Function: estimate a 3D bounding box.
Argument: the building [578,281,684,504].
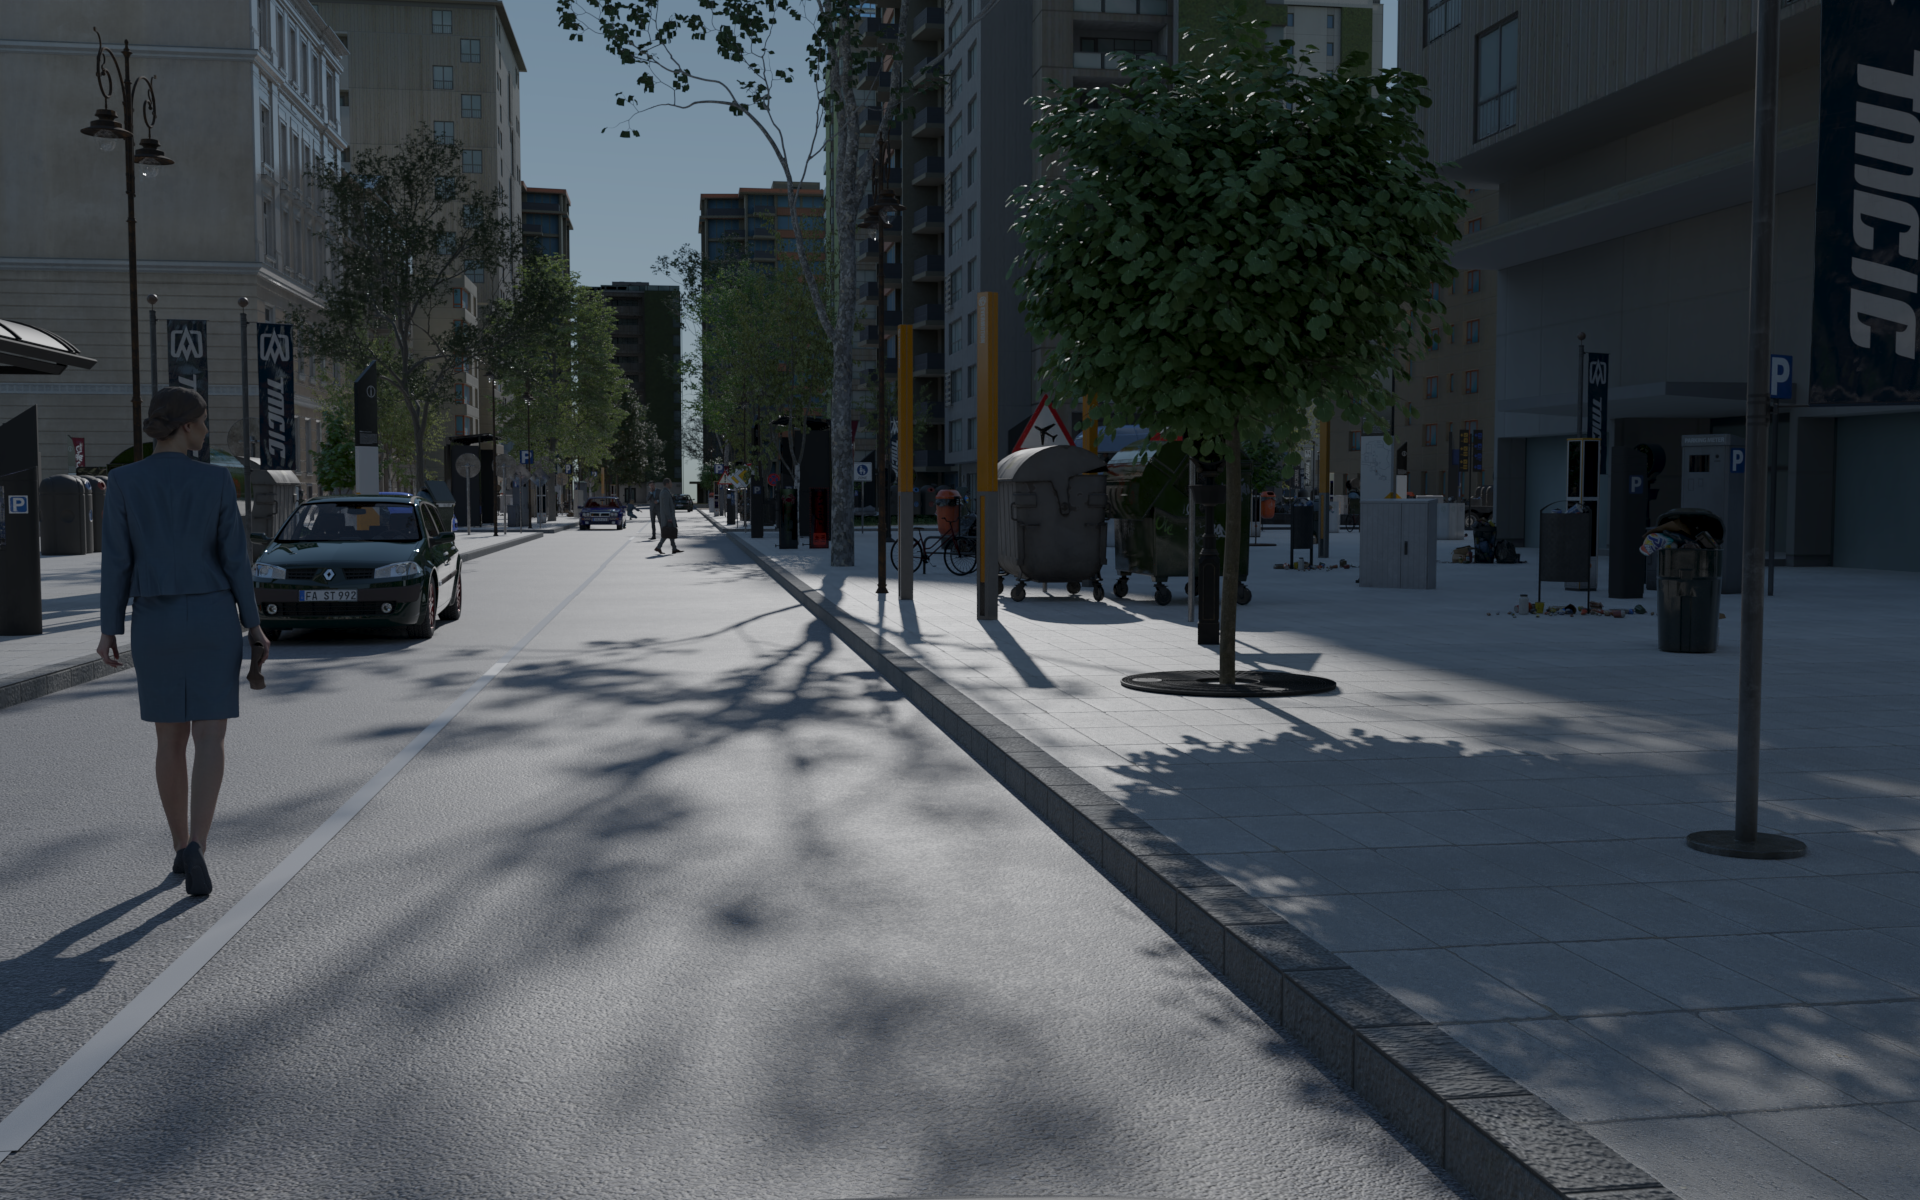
[{"bbox_3d":[-45.366,-28.565,238.742,14.107,30.474,14.160,-1,4,-9],"label":"building"}]

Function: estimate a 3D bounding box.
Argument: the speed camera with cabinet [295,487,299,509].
[{"bbox_3d":[-13.709,-2.361,32.942,2.038,3.252,0.660,-1,4,-8],"label":"speed camera with cabinet"}]

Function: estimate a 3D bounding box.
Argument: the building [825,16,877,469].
[{"bbox_3d":[-4.258,-28.727,153.275,14.154,41.232,14.086,-1,4,-9],"label":"building"}]

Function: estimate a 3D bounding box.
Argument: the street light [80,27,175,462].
[{"bbox_3d":[-8.471,-2.752,17.779,0.468,5.910,1.993,-1,4,-9],"label":"street light"}]

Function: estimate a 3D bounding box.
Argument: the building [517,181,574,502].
[{"bbox_3d":[-67.971,-35.653,237.548,28.867,44.769,22.147,-1,4,-9],"label":"building"}]

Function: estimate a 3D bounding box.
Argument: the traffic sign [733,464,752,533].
[{"bbox_3d":[-7.115,-3.287,57.388,0.795,2.450,0.064,-1,4,-9],"label":"traffic sign"}]

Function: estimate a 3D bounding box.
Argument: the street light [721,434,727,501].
[{"bbox_3d":[-14.145,-8.002,103.617,0.468,5.910,1.993,-1,4,-9],"label":"street light"}]

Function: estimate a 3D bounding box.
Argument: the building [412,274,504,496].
[{"bbox_3d":[-54.908,-18.567,148.616,27.650,21.520,28.899,-1,4,-9],"label":"building"}]

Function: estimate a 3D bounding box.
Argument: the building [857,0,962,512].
[{"bbox_3d":[4.548,-28.383,118.693,22.147,44.769,28.867,-1,4,-9],"label":"building"}]

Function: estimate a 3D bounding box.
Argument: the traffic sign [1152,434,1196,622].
[{"bbox_3d":[2.319,-1.058,17.305,0.884,2.594,0.081,0,4,-3],"label":"traffic sign"}]

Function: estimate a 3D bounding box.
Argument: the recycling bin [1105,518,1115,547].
[{"bbox_3d":[3.845,-1.804,42.048,0.722,1.027,0.722,-2,4,-35],"label":"recycling bin"}]

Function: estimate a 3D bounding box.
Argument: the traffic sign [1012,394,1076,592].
[{"bbox_3d":[1.110,-1.382,22.597,0.884,2.594,0.081,0,4,-6],"label":"traffic sign"}]

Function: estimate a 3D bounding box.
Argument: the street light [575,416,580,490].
[{"bbox_3d":[-21.855,-7.737,99.285,0.468,5.910,1.993,-1,4,-9],"label":"street light"}]

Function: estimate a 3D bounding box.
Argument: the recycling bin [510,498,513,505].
[{"bbox_3d":[-29.345,-6.247,114.699,0.722,1.027,0.722,0,4,-1],"label":"recycling bin"}]

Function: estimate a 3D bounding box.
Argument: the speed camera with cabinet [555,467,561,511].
[{"bbox_3d":[-29.638,-8.124,127.166,0.660,3.252,2.038,-1,4,-11],"label":"speed camera with cabinet"}]

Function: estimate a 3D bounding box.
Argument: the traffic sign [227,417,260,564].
[{"bbox_3d":[-11.749,-1.752,28.749,0.768,2.556,0.104,-1,4,-8],"label":"traffic sign"}]

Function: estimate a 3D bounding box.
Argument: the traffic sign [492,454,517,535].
[{"bbox_3d":[-14.391,-3.341,54.727,0.768,2.556,0.104,0,4,-6],"label":"traffic sign"}]

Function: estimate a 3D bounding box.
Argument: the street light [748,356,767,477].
[{"bbox_3d":[-6.617,-5.155,57.064,0.468,5.910,1.993,-1,4,-9],"label":"street light"}]

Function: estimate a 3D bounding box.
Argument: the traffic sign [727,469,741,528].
[{"bbox_3d":[-8.397,-3.769,65.270,0.795,2.450,0.064,-1,4,-9],"label":"traffic sign"}]

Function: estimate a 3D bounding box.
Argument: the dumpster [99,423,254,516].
[{"bbox_3d":[-10.516,-1.272,23.298,1.502,2.255,1.985,-1,4,-9],"label":"dumpster"}]

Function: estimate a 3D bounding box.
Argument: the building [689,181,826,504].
[{"bbox_3d":[-23.906,-36.123,245.232,28.867,44.769,22.147,-1,4,-9],"label":"building"}]

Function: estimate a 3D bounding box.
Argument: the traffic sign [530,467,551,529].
[{"bbox_3d":[-15.551,-3.700,64.132,0.795,2.450,0.064,-1,4,-9],"label":"traffic sign"}]

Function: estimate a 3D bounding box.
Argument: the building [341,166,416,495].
[{"bbox_3d":[-41.916,-17.672,108.018,14.460,24.649,34.723,-1,4,-9],"label":"building"}]

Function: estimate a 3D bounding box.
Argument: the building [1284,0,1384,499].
[{"bbox_3d":[32.193,-40.360,201.884,28.212,58.520,21.231,-1,4,-9],"label":"building"}]

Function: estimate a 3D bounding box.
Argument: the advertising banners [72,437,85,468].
[{"bbox_3d":[-26.912,-3.540,54.064,0.090,3.025,2.074,1,4,15],"label":"advertising banners"}]

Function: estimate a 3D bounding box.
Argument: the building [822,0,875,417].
[{"bbox_3d":[-6.242,-53.623,189.401,22.319,86.520,31.000,-1,4,-9],"label":"building"}]

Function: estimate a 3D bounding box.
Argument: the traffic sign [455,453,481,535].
[{"bbox_3d":[-15.320,-3.293,53.955,0.768,2.556,0.104,0,4,-4],"label":"traffic sign"}]

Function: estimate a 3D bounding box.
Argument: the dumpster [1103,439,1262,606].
[{"bbox_3d":[2.607,-1.110,20.637,1.502,2.255,1.985,-1,4,-9],"label":"dumpster"}]

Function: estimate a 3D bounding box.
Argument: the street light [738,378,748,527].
[{"bbox_3d":[-8.451,-5.823,67.994,0.468,5.910,1.993,-1,4,-9],"label":"street light"}]

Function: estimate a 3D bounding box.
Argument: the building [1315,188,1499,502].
[{"bbox_3d":[38.669,-15.372,96.378,28.899,21.520,27.650,-1,4,-9],"label":"building"}]

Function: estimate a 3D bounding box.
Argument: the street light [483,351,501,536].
[{"bbox_3d":[-14.143,-4.881,52.591,0.468,5.910,1.993,-1,4,-9],"label":"street light"}]

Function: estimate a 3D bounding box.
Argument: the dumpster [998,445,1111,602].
[{"bbox_3d":[1.085,-0.949,21.279,1.264,1.857,1.865,-1,4,-9],"label":"dumpster"}]

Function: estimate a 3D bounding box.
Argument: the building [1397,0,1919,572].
[{"bbox_3d":[25.730,-26.949,29.858,28.713,52.752,27.495,-1,4,-9],"label":"building"}]

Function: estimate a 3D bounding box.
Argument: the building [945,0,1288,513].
[{"bbox_3d":[7.081,-24.554,85.058,14.086,41.232,14.154,-1,4,-9],"label":"building"}]

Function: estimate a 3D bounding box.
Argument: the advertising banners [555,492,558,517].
[{"bbox_3d":[-22.841,-6.151,96.750,0.090,3.025,2.074,0,4,6],"label":"advertising banners"}]

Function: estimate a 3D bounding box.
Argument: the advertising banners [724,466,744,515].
[{"bbox_3d":[-14.049,-6.829,107.840,0.090,3.025,2.074,2,4,30],"label":"advertising banners"}]

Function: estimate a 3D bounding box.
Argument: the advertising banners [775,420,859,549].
[{"bbox_3d":[-3.339,-2.717,40.610,2.074,3.025,0.090,-2,4,-24],"label":"advertising banners"}]

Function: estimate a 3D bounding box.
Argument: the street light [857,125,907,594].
[{"bbox_3d":[-1.008,-3.025,22.243,0.468,5.910,1.993,-1,4,-9],"label":"street light"}]

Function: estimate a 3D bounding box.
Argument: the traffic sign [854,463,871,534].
[{"bbox_3d":[-3.163,-3.303,56.135,0.606,2.300,0.079,-1,4,-9],"label":"traffic sign"}]

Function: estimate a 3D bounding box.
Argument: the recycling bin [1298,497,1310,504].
[{"bbox_3d":[25.399,-7.058,127.948,0.722,1.027,0.722,2,4,24],"label":"recycling bin"}]

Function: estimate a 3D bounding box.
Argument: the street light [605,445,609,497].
[{"bbox_3d":[-27.403,-9.867,134.117,0.468,5.910,1.993,-1,4,-9],"label":"street light"}]

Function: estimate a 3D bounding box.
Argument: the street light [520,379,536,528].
[{"bbox_3d":[-16.048,-5.609,64.496,0.468,5.910,1.993,-1,4,-9],"label":"street light"}]

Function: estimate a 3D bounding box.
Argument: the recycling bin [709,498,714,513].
[{"bbox_3d":[-16.908,-6.572,120.009,0.722,1.027,0.722,-3,5,-43],"label":"recycling bin"}]

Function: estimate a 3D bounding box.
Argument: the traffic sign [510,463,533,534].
[{"bbox_3d":[-14.269,-3.218,56.250,0.795,2.450,0.064,-1,4,-9],"label":"traffic sign"}]

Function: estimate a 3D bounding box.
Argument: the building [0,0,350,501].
[{"bbox_3d":[-37.068,-18.037,80.815,13.634,28.700,20.117,-1,4,-9],"label":"building"}]

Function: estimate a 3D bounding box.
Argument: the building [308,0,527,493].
[{"bbox_3d":[-60.988,-36.381,184.065,27.495,52.752,28.713,-1,4,-9],"label":"building"}]

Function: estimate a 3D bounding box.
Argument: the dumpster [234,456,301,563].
[{"bbox_3d":[-11.201,-1.314,27.242,1.264,1.857,1.865,-1,4,-9],"label":"dumpster"}]

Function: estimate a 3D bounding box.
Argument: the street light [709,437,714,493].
[{"bbox_3d":[-19.857,-10.131,138.421,0.468,5.910,1.993,-1,4,-9],"label":"street light"}]
